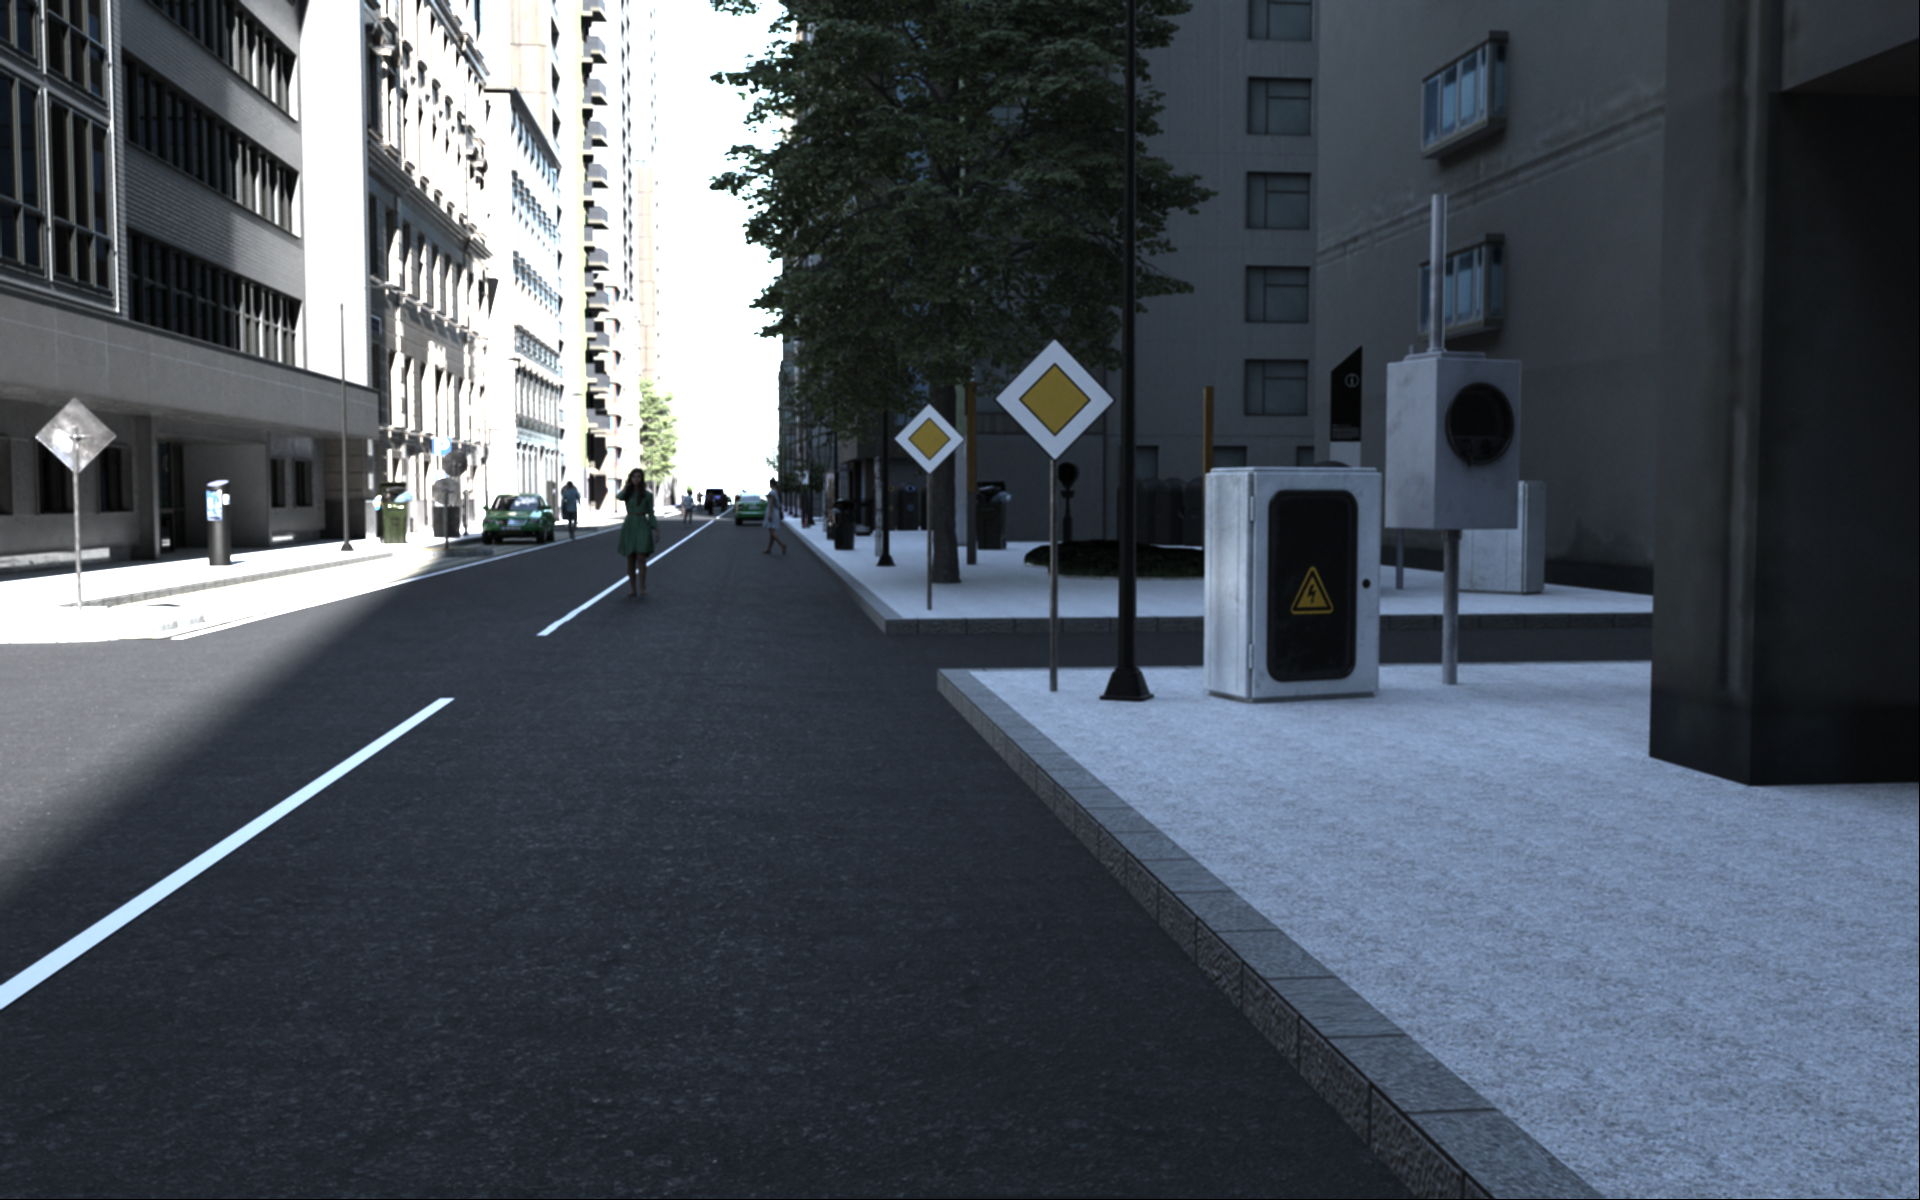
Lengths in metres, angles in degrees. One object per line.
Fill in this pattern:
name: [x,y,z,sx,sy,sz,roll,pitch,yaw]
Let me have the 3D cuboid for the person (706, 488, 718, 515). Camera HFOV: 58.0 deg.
person: [-17.379,-6.879,120.975,1.348,1.823,0.705,3,5,44]

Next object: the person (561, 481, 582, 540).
person: [-12.326,-2.840,54.796,0.638,1.841,0.748,0,4,7]

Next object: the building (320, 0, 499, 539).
building: [-23.890,-16.049,59.657,12.463,27.353,25.104,0,4,-7]

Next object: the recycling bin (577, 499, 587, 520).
recycling bin: [-19.140,-4.552,86.980,0.722,1.027,0.722,0,4,-6]

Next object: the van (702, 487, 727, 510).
van: [-22.429,-9.440,158.727,2.240,2.365,5.245,0,4,-5]

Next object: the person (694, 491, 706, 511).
person: [-22.150,-8.465,147.610,1.217,1.736,0.721,-1,4,-13]

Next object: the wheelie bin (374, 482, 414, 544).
wheelie bin: [-14.450,-2.224,44.270,0.980,1.594,0.693,-2,4,-27]

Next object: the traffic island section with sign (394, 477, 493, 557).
traffic island section with sign: [-11.865,-1.915,39.932,1.989,1.847,2.006,0,4,-7]

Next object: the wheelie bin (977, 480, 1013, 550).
wheelie bin: [0.741,-1.971,40.138,0.980,1.594,0.693,1,4,13]

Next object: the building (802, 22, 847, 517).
building: [0.480,-34.764,110.395,21.231,58.520,28.212,0,4,-7]

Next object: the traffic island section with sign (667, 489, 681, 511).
traffic island section with sign: [-24.316,-8.297,144.280,1.989,1.847,2.006,0,4,-7]

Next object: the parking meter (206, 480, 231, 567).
parking meter: [-13.164,-1.367,30.761,0.372,1.533,0.369,0,3,0]

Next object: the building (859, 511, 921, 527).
building: [1.982,-25.954,74.456,14.600,45.320,14.200,0,4,-7]

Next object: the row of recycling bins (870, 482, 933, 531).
row of recycling bins: [-1.455,-3.326,61.485,3.534,1.692,1.069,-1,4,-18]

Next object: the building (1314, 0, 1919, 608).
building: [18.109,-24.887,30.606,21.600,48.544,21.300,0,4,-7]

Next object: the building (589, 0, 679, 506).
building: [-46.383,-47.719,218.450,20.563,71.187,20.611,0,4,-7]

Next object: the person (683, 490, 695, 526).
person: [-12.000,-4.059,76.679,0.589,1.601,0.330,1,4,12]

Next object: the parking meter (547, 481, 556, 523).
parking meter: [-18.051,-4.332,76.547,0.255,1.863,0.399,1,4,10]

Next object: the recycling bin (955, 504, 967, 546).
recycling bin: [-0.044,-1.855,42.887,0.722,1.027,0.722,-1,4,-13]

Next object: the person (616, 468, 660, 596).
person: [-4.523,-0.952,24.309,0.600,1.795,0.529,-1,4,-15]

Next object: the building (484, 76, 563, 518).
building: [-24.738,-14.256,82.236,9.793,20.994,18.267,0,4,-7]

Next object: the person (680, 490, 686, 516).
person: [-17.711,-6.275,111.907,0.742,1.727,0.445,0,4,7]

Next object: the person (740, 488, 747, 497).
person: [-15.902,-7.236,126.680,0.599,1.838,0.709,1,4,15]

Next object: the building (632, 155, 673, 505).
building: [-41.542,-31.737,202.502,14.154,41.232,14.086,0,4,-7]

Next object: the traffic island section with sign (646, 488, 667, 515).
traffic island section with sign: [-21.125,-6.660,117.514,1.989,1.847,2.006,0,4,-7]

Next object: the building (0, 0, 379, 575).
building: [-21.241,-13.010,31.781,14.314,24.678,30.058,0,4,-7]

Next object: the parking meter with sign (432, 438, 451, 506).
parking meter with sign: [-15.788,-3.455,52.743,0.543,3.016,1.738,-1,4,-15]

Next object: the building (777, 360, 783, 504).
building: [-11.091,-24.099,239.065,27.650,21.520,28.899,0,4,-7]

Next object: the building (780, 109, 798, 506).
building: [-12.234,-30.786,186.942,14.154,41.232,14.086,0,4,-7]

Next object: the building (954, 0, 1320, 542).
building: [6.422,-22.584,52.851,14.154,41.232,14.086,0,4,-7]

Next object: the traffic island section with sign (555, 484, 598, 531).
traffic island section with sign: [-15.089,-3.574,67.060,1.989,1.847,2.006,0,4,-7]

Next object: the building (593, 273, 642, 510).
building: [-42.276,-18.559,148.481,27.650,21.520,28.899,0,4,-7]

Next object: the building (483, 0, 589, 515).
building: [-29.066,-25.346,98.009,14.154,41.232,14.086,0,4,-7]

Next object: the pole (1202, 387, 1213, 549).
pole: [4.713,-2.392,32.954,0.158,3.312,0.155,0,3,0]

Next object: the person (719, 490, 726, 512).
person: [-18.690,-7.785,136.344,0.434,1.755,0.990,-2,4,-35]

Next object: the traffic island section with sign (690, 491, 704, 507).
traffic island section with sign: [-34.029,-13.272,225.624,1.989,1.847,2.006,0,4,-7]

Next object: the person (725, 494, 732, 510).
person: [-20.741,-8.685,153.763,1.065,1.426,0.557,0,4,1]

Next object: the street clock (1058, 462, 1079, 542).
street clock: [2.469,-2.149,39.705,0.471,2.002,0.358,1,4,23]

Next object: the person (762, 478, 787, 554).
person: [-4.400,-2.001,41.316,0.778,1.811,0.616,2,4,35]

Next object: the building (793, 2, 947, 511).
building: [-8.394,-31.297,161.819,14.600,45.320,14.200,0,4,-7]

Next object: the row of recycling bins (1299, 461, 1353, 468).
row of recycling bins: [4.791,-0.966,22.915,1.069,1.692,3.534,0,4,7]

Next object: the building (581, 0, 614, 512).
building: [-35.864,-28.398,118.936,22.147,44.769,28.867,0,4,-7]

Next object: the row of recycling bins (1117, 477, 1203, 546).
row of recycling bins: [5.191,-2.248,43.875,1.069,1.692,3.534,-2,4,-32]

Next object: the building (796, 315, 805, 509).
building: [0.815,-18.162,141.980,27.650,21.520,28.899,0,4,-7]

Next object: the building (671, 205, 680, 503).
building: [-45.903,-33.862,237.244,14.154,41.232,14.086,0,4,-7]
